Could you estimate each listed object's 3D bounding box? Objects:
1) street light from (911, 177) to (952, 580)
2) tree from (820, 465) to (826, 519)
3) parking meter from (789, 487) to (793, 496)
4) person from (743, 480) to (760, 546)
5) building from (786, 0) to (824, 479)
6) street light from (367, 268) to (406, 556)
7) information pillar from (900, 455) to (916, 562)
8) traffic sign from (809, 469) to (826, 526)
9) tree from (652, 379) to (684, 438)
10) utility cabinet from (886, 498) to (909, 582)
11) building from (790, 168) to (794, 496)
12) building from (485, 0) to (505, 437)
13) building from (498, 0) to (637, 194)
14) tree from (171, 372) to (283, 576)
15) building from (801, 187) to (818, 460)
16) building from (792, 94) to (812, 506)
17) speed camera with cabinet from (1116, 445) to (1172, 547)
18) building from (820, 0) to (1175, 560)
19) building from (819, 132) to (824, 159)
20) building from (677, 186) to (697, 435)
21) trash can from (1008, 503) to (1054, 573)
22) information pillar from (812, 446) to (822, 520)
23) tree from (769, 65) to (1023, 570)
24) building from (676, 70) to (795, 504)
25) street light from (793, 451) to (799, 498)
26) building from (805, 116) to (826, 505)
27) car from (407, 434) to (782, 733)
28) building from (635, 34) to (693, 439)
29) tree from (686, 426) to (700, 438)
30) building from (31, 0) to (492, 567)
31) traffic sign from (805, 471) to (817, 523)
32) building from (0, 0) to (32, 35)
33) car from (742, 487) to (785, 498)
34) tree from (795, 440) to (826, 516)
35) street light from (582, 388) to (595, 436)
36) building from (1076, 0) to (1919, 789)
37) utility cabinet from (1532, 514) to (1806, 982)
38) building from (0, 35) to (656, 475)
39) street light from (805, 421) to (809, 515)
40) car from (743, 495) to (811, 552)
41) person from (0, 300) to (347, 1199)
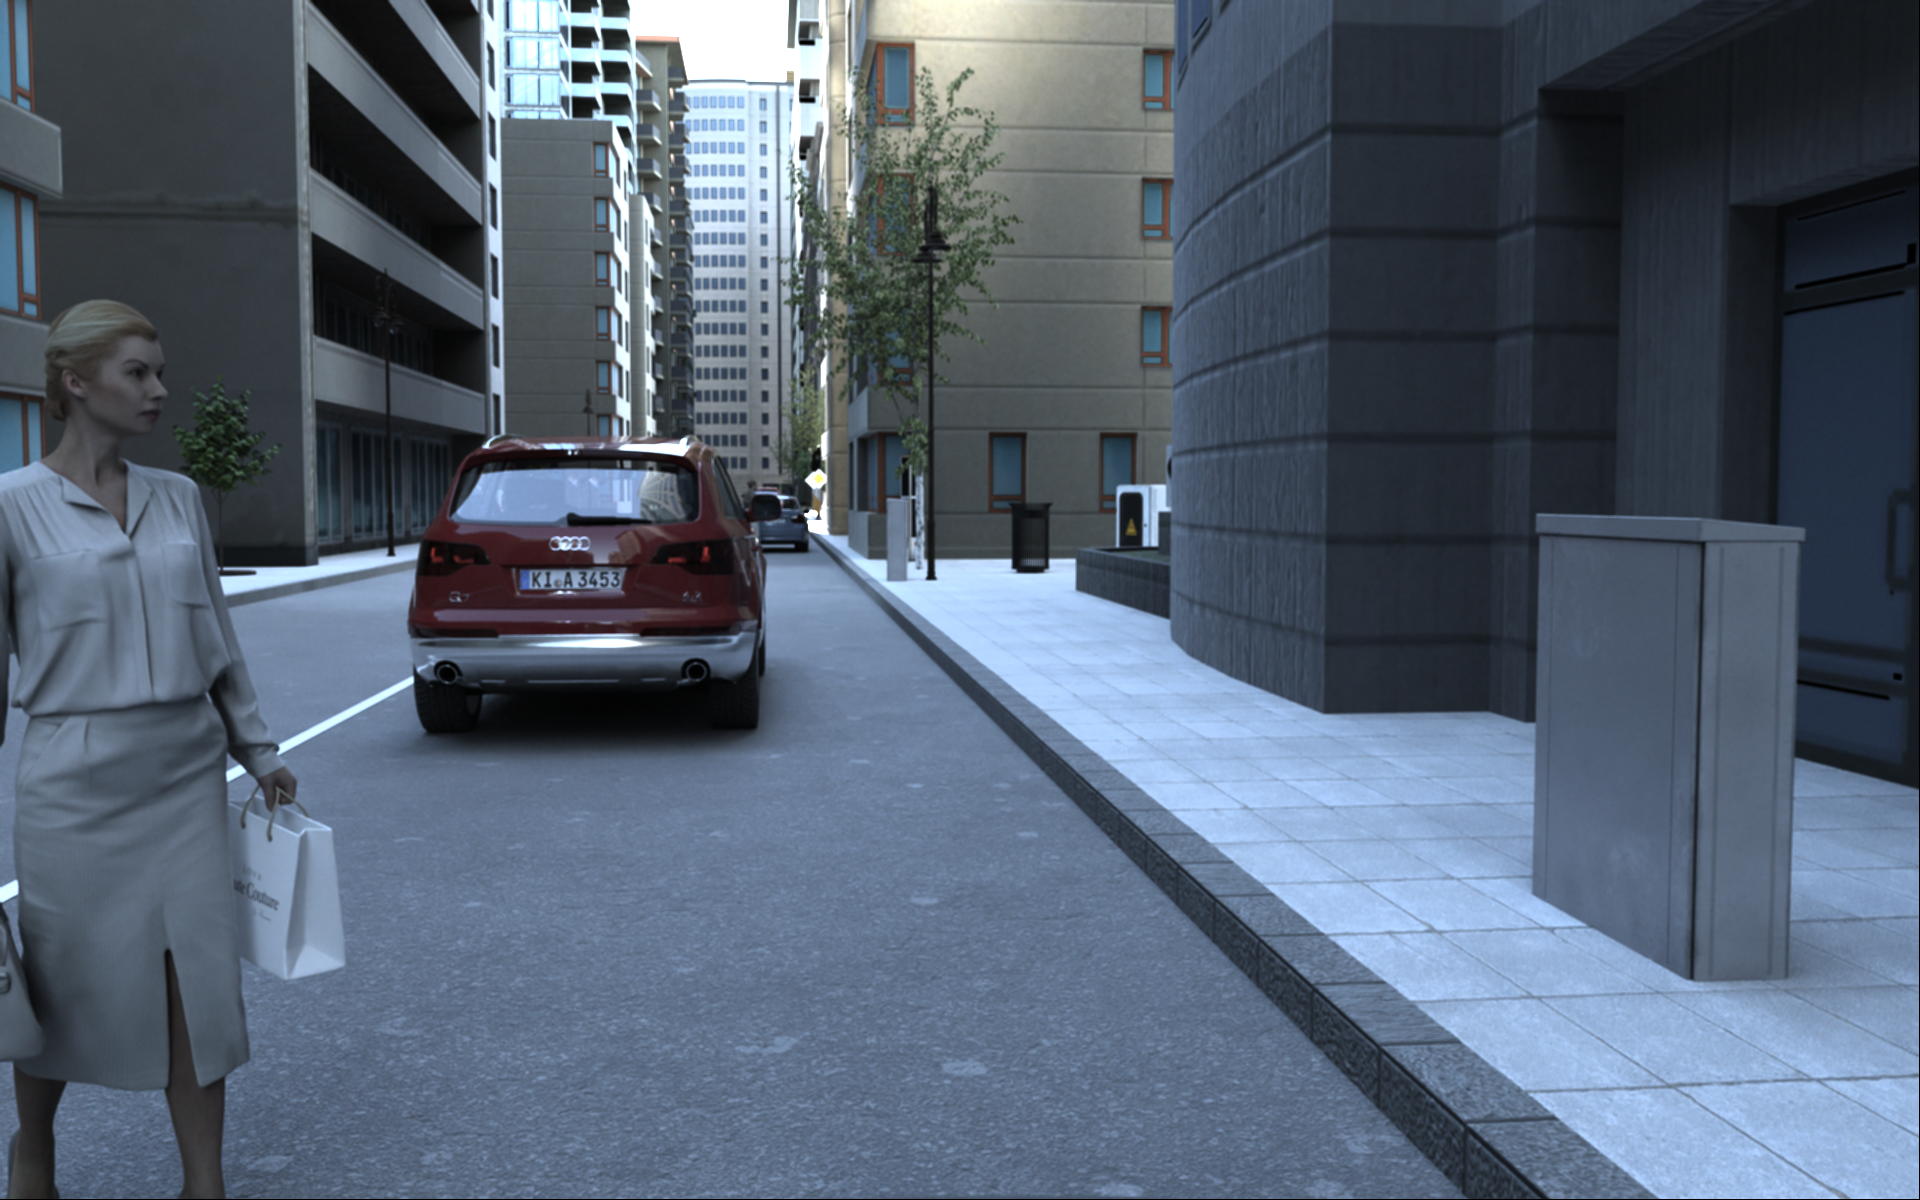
[{"bbox_3d":[-0.429,-3.234,25.664,0.468,5.910,1.993,0,4,-6],"label":"street light"},{"bbox_3d":[-6.724,-5.833,89.967,1.663,3.219,1.824,0,3,0],"label":"tree"},{"bbox_3d":[-14.251,-8.595,146.235,0.255,1.863,0.399,-1,4,-12],"label":"parking meter"},{"bbox_3d":[-4.842,-1.934,40.668,0.362,1.759,0.519,-3,5,-41],"label":"person"},{"bbox_3d":[-3.209,-36.023,178.217,28.713,52.752,27.495,0,4,-6],"label":"building"},{"bbox_3d":[-11.753,-3.843,35.614,0.468,5.910,1.993,0,4,-6],"label":"street light"},{"bbox_3d":[-0.924,-1.745,33.028,0.304,2.012,0.304,-3,5,-39],"label":"information pillar"},{"bbox_3d":[-5.574,-3.967,68.508,0.795,2.450,0.064,0,4,-6],"label":"traffic sign"},{"bbox_3d":[-20.325,-9.873,111.780,4.360,8.622,3.978,0,3,0],"label":"tree"},{"bbox_3d":[-0.921,-0.897,25.834,0.306,1.237,1.020,0,4,0],"label":"utility cabinet"},{"bbox_3d":[-14.442,-32.813,220.090,14.154,41.232,14.086,0,4,-6],"label":"building"},{"bbox_3d":[-23.605,-17.635,60.028,14.107,30.474,14.160,0,4,-6],"label":"building"},{"bbox_3d":[-34.521,-49.927,128.983,22.319,86.520,31.000,0,4,-6],"label":"building"},{"bbox_3d":[-11.622,-2.012,27.506,1.663,3.219,1.824,0,3,0],"label":"tree"},{"bbox_3d":[-5.404,-21.194,140.036,14.314,27.812,24.014,0,4,-6],"label":"building"},{"bbox_3d":[-8.718,-35.404,202.552,21.300,48.544,21.600,0,4,-6],"label":"building"},{"bbox_3d":[3.653,-2.247,31.071,0.660,3.252,2.038,-2,4,-34],"label":"speed camera with cabinet"},{"bbox_3d":[10.354,-12.479,49.070,27.650,21.520,28.899,0,4,-6],"label":"building"},{"bbox_3d":[4.094,-15.081,82.728,21.152,22.565,11.583,0,4,-6],"label":"building"},{"bbox_3d":[-44.003,-31.583,208.271,23.993,40.220,32.217,0,4,-6],"label":"building"},{"bbox_3d":[1.148,-1.013,28.213,0.748,1.137,0.748,0,3,0],"label":"trash can"},{"bbox_3d":[-7.006,-5.712,84.746,0.504,3.616,0.183,2,4,29],"label":"information pillar"},{"bbox_3d":[-0.908,-4.817,29.112,4.737,8.622,4.395,0,3,0],"label":"tree"},{"bbox_3d":[-31.468,-42.875,243.007,28.212,58.520,21.231,0,4,-6],"label":"building"},{"bbox_3d":[-14.230,-10.864,150.411,0.468,5.910,1.993,0,4,-6],"label":"street light"},{"bbox_3d":[-3.052,-20.122,116.388,14.401,28.519,23.554,0,4,-6],"label":"building"},{"bbox_3d":[-2.383,-0.204,12.016,2.281,1.827,5.304,0,4,-6],"label":"car"},{"bbox_3d":[-36.686,-31.071,162.633,22.147,44.769,28.867,0,4,-6],"label":"building"},{"bbox_3d":[-29.398,-14.338,184.791,4.360,8.622,3.978,0,3,0],"label":"tree"},{"bbox_3d":[-23.255,-25.355,38.264,21.300,48.544,21.600,0,4,-6],"label":"building"},{"bbox_3d":[-6.453,-4.453,76.445,0.795,2.450,0.064,0,4,-6],"label":"traffic sign"},{"bbox_3d":[-23.487,-9.825,5.674,27.650,21.520,28.899,0,4,-6],"label":"building"},{"bbox_3d":[-10.258,-5.007,90.538,2.281,1.827,5.304,0,4,-8],"label":"car"},{"bbox_3d":[-7.961,-7.178,101.067,4.285,4.588,4.351,0,3,0],"label":"tree"},{"bbox_3d":[-16.182,-6.286,75.564,0.468,5.910,1.993,0,4,-6],"label":"street light"},{"bbox_3d":[12.328,-28.713,11.449,21.231,58.520,28.212,0,4,-6],"label":"building"},{"bbox_3d":[2.022,0.375,5.037,0.306,1.237,1.020,0,4,-5],"label":"utility cabinet"},{"bbox_3d":[-31.350,-15.178,93.207,27.650,21.520,28.899,0,4,-6],"label":"building"},{"bbox_3d":[-9.489,-8.247,107.623,0.468,5.910,1.993,0,4,-6],"label":"street light"},{"bbox_3d":[-4.777,-1.957,44.004,2.014,1.417,4.499,0,4,-8],"label":"car"},{"bbox_3d":[-1.562,0.343,3.240,0.694,1.780,0.624,-3,4,-38],"label":"person"}]
